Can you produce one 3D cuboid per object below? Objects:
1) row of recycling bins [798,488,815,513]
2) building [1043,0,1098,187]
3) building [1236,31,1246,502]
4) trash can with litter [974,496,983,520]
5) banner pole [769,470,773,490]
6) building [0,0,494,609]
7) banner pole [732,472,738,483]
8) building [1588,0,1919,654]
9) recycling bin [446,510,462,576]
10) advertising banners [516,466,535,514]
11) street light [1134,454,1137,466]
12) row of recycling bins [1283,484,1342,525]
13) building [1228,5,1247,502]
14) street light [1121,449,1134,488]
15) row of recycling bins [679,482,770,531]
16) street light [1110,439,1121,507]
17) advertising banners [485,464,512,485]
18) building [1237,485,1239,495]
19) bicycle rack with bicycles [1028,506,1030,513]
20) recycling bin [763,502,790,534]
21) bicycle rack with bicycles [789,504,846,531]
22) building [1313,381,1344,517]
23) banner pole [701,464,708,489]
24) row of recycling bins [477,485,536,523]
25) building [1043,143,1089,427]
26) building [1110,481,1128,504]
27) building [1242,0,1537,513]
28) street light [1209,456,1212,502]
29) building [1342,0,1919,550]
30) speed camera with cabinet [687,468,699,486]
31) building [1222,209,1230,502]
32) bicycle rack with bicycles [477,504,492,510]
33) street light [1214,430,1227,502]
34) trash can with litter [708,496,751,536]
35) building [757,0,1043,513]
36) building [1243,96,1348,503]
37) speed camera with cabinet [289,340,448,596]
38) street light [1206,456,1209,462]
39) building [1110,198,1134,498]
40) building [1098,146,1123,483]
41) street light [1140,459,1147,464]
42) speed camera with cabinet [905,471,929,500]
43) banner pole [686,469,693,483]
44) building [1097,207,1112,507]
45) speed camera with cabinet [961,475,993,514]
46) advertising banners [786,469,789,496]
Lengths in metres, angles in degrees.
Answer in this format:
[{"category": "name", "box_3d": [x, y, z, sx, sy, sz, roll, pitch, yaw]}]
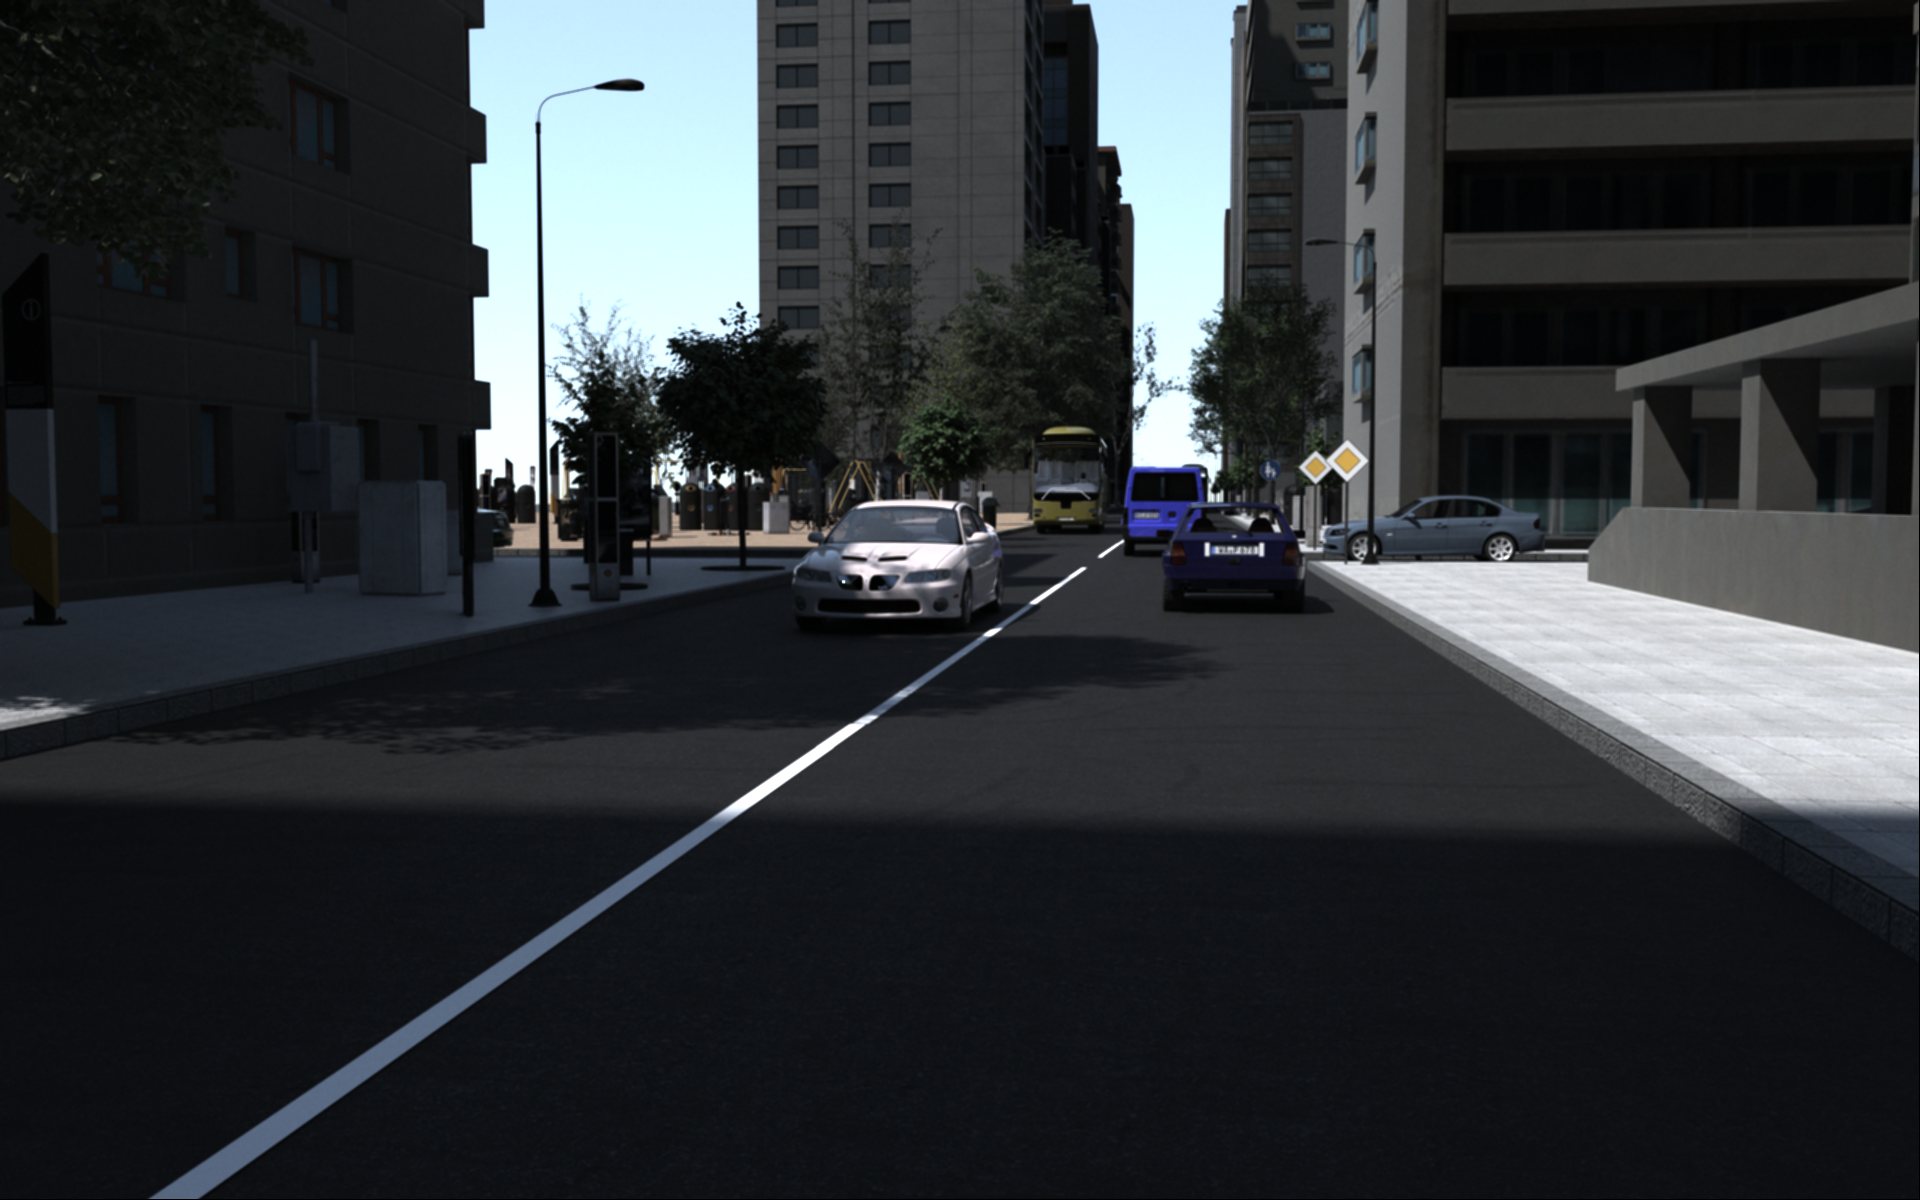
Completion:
[{"category": "row of recycling bins", "box_3d": [-9.873, -6.601, 115.043, 1.069, 1.692, 3.534, -2, 4, -24]}, {"category": "building", "box_3d": [5.231, -31.056, 157.874, 14.600, 45.320, 14.200, 0, 4, 8]}, {"category": "building", "box_3d": [33.627, -31.474, 164.704, 14.600, 45.320, 14.200, 0, 4, 8]}, {"category": "trash can with litter", "box_3d": [0.861, -4.590, 86.105, 1.678, 1.210, 2.233, -1, 4, -21]}, {"category": "banner pole", "box_3d": [-11.514, -7.095, 106.019, 0.863, 3.779, 0.401, 3, 4, 37]}, {"category": "building", "box_3d": [-25.064, -10.742, 20.678, 28.899, 21.520, 27.650, 0, 4, 8]}, {"category": "banner pole", "box_3d": [-13.444, -6.971, 103.990, 0.863, 3.779, 0.401, -1, 4, -19]}, {"category": "building", "box_3d": [24.317, -19.784, 15.347, 32.217, 40.220, 23.993, 0, 4, 8]}, {"category": "recycling bin", "box_3d": [-8.335, -0.910, 27.427, 0.722, 1.027, 0.722, -2, 4, -32]}, {"category": "advertising banners", "box_3d": [-27.093, -6.835, 107.937, 2.074, 3.025, 0.090, 3, 5, 39]}, {"category": "street light", "box_3d": [19.641, -13.845, 198.903, 1.470, 5.913, 1.316, 0, 4, 8]}, {"category": "row of recycling bins", "box_3d": [15.090, -3.927, 71.315, 3.534, 1.692, 1.069, -1, 4, -9]}, {"category": "building", "box_3d": [43.422, -40.903, 210.769, 21.231, 58.520, 28.212, 0, 4, 8]}, {"category": "street light", "box_3d": [16.920, -12.586, 178.320, 1.470, 5.913, 1.316, 0, 4, 8]}, {"category": "row of recycling bins", "box_3d": [-8.335, -3.317, 61.344, 3.534, 1.692, 1.069, 1, 4, 20]}, {"category": "street light", "box_3d": [12.708, -10.683, 147.202, 1.470, 5.913, 1.316, 0, 4, 8]}, {"category": "advertising banners", "box_3d": [-26.880, -6.425, 101.236, 0.090, 3.025, 2.074, 2, 4, 27]}, {"category": "building", "box_3d": [35.808, -30.287, 178.780, 14.154, 41.232, 14.086, 0, 4, 8]}, {"category": "bicycle rack with bicycles", "box_3d": [5.935, -5.666, 106.029, 2.925, 0.926, 2.852, 2, 4, 27]}, {"category": "recycling bin", "box_3d": [-5.945, -2.657, 55.996, 0.722, 1.027, 0.722, -1, 4, -20]}, {"category": "bicycle rack with bicycles", "box_3d": [-4.520, -2.897, 60.744, 2.925, 0.926, 2.852, -1, 4, -9]}, {"category": "building", "box_3d": [31.262, -47.537, 89.900, 22.319, 86.520, 31.000, 0, 4, 8]}, {"category": "banner pole", "box_3d": [-13.774, -6.308, 93.149, 0.401, 3.779, 0.863, 2, 4, 28]}, {"category": "row of recycling bins", "box_3d": [-20.329, -4.225, 76.189, 3.534, 1.692, 1.069, 1, 4, 13]}, {"category": "building", "box_3d": [3.264, -22.770, 143.996, 14.160, 30.474, 14.107, 0, 4, 8]}, {"category": "building", "box_3d": [7.680, -33.639, 241.885, 32.217, 40.220, 23.993, 0, 4, 8]}, {"category": "building", "box_3d": [35.140, -31.968, 146.381, 21.300, 48.544, 21.600, 0, 4, 8]}, {"category": "street light", "box_3d": [23.581, -11.283, 157.017, 1.470, 5.913, 1.316, 0, 4, 8]}, {"category": "building", "box_3d": [21.836, -25.906, 47.267, 21.600, 48.544, 21.300, 0, 4, 8]}, {"category": "speed camera with cabinet", "box_3d": [-13.552, -5.712, 87.721, 0.660, 3.252, 2.038, -1, 4, -10]}, {"category": "building", "box_3d": [46.952, -37.477, 262.858, 14.600, 45.320, 14.200, 0, 4, 8]}, {"category": "bicycle rack with bicycles", "box_3d": [-20.898, -3.693, 73.768, 2.852, 0.926, 2.925, 0, 4, -5]}, {"category": "street light", "box_3d": [19.478, -9.394, 126.129, 1.470, 5.913, 1.316, 0, 4, 8]}, {"category": "trash can with litter", "box_3d": [-7.102, -2.641, 54.237, 1.678, 1.210, 2.233, 1, 4, 20]}, {"category": "building", "box_3d": [-2.305, -42.065, 126.013, 20.563, 71.187, 20.611, 0, 4, 8]}, {"category": "building", "box_3d": [28.384, -21.905, 129.852, 14.160, 30.474, 14.107, 0, 4, 8]}, {"category": "speed camera with cabinet", "box_3d": [-7.589, -1.704, 22.204, 2.038, 3.252, 0.660, 1, 4, 21]}, {"category": "street light", "box_3d": [30.621, -14.540, 210.275, 1.470, 5.913, 1.316, 0, 4, 8]}, {"category": "building", "box_3d": [18.890, -37.308, 260.088, 14.600, 45.320, 14.200, 0, 4, 8]}, {"category": "building", "box_3d": [8.636, -34.242, 214.472, 22.147, 44.769, 28.867, 0, 4, 8]}, {"category": "street light", "box_3d": [23.698, -15.750, 230.057, 1.470, 5.913, 1.316, 0, 4, 8]}, {"category": "speed camera with cabinet", "box_3d": [-3.083, -7.472, 116.506, 2.038, 3.252, 0.660, -2, 4, -27]}, {"category": "banner pole", "box_3d": [-16.875, -7.232, 108.265, 0.863, 3.779, 0.401, 0, 4, 6]}, {"category": "building", "box_3d": [7.671, -24.499, 172.255, 14.160, 30.474, 14.107, 0, 4, 8]}, {"category": "speed camera with cabinet", "box_3d": [1.101, -7.218, 112.356, 2.038, 3.252, 0.660, 0, 4, -2]}, {"category": "advertising banners", "box_3d": [-7.577, -4.893, 76.195, 0.090, 3.025, 2.074, 0, 4, -4]}]
